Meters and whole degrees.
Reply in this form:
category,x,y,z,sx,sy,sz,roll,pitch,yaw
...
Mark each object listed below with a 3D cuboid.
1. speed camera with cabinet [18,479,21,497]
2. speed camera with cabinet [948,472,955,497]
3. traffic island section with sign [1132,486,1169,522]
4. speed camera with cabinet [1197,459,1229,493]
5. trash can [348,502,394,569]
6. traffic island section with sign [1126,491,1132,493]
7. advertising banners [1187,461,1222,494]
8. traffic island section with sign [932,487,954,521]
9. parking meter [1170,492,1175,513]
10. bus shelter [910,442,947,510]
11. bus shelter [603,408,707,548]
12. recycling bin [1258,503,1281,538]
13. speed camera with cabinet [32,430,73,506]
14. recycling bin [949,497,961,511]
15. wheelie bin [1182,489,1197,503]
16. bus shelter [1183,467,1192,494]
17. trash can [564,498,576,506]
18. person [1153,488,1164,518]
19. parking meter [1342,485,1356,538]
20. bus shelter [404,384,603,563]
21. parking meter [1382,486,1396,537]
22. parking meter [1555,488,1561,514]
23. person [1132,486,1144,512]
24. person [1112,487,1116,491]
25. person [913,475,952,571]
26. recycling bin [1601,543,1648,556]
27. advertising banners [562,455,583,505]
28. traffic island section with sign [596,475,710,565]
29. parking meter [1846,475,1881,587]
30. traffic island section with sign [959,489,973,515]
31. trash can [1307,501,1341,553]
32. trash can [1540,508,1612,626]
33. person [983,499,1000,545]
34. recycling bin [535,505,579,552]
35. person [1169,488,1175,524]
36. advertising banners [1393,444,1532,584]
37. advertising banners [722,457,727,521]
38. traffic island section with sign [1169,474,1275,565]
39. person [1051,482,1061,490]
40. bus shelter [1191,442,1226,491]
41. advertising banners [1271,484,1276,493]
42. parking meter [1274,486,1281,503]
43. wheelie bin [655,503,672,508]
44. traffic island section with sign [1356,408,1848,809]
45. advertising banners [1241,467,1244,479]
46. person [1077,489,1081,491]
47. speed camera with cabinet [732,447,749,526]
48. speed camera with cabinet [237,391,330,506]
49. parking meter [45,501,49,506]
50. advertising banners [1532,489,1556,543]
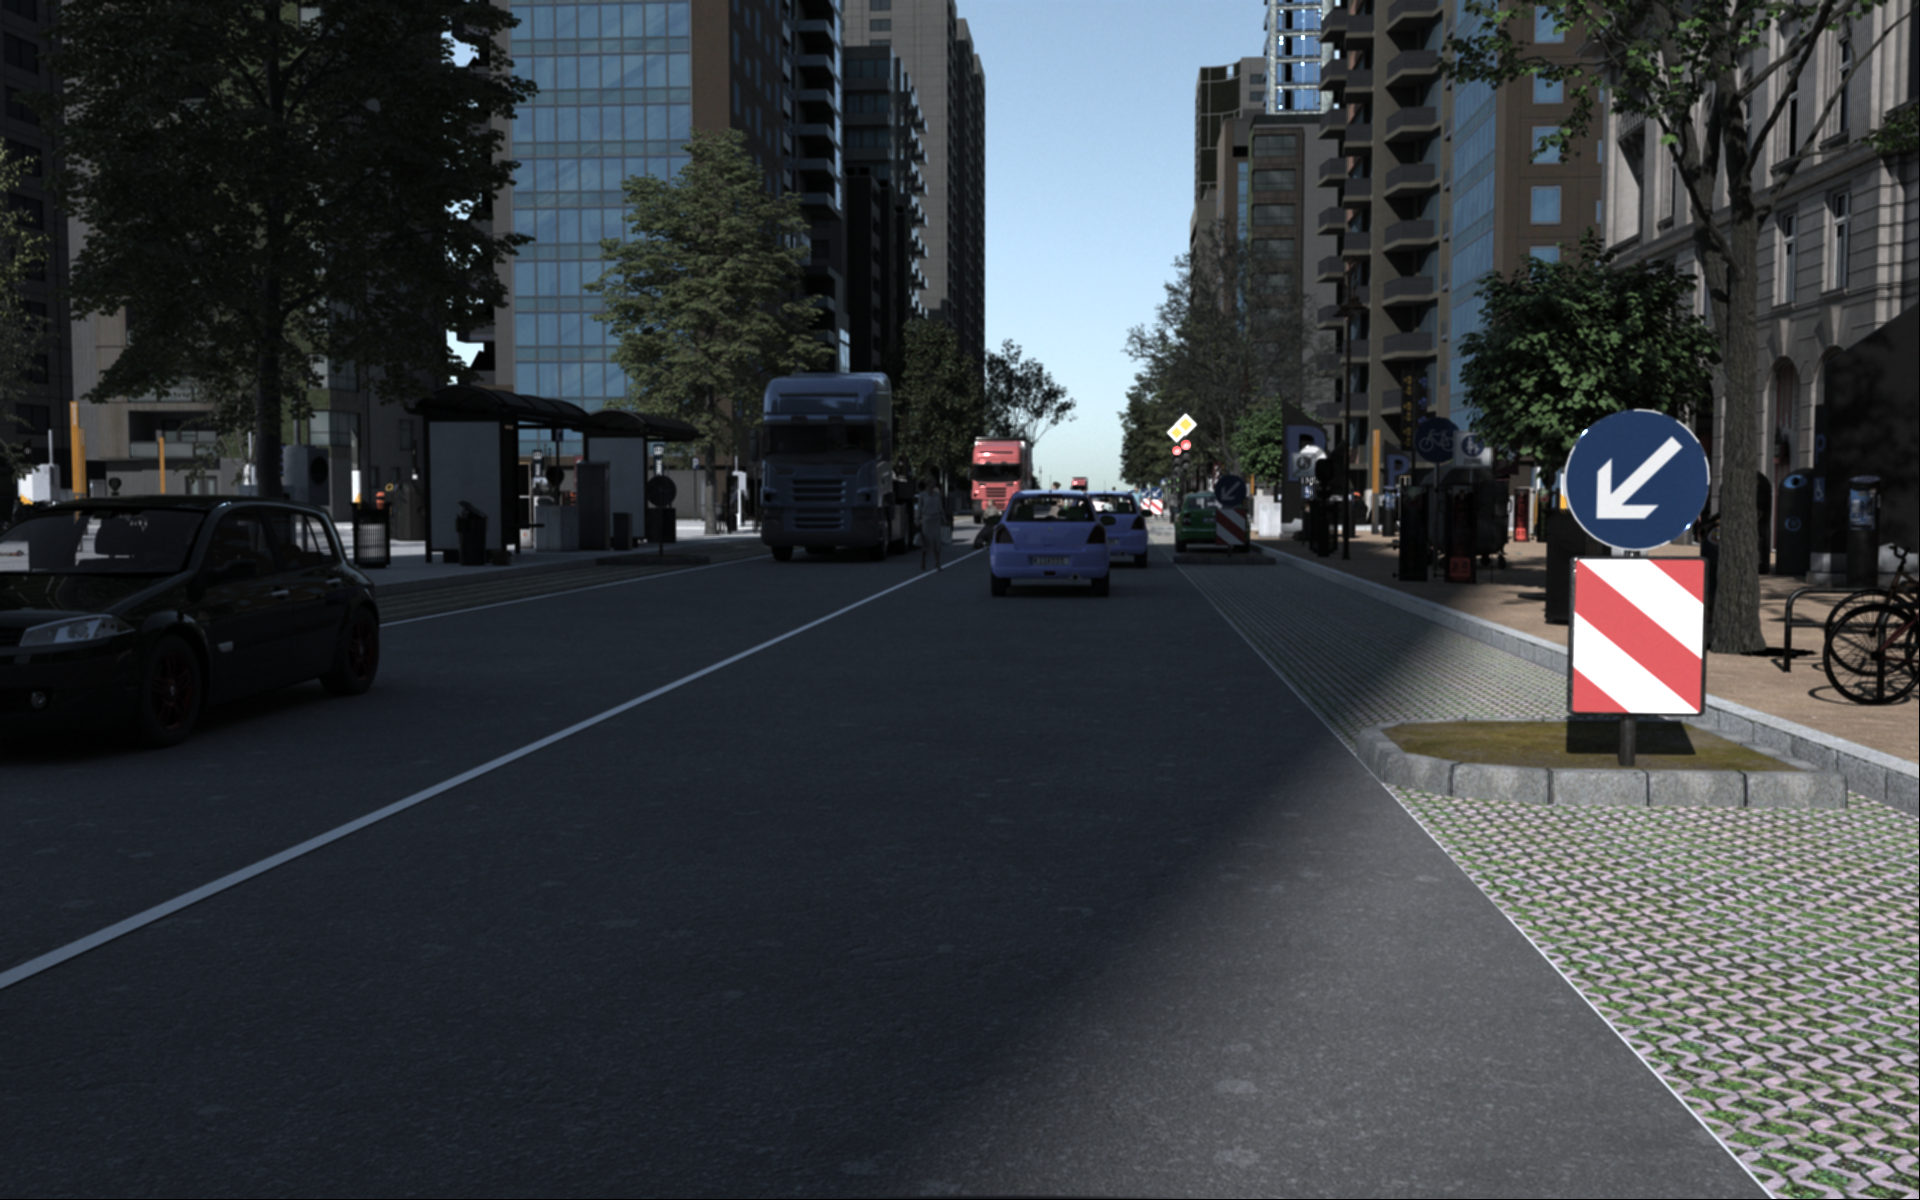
category,x,y,z,sx,sy,sz,roll,pitch,yaw
speed camera with cabinet,-43.258,-5.325,81.402,0.660,3.252,2.038,1,4,16
speed camera with cabinet,-1.381,-8.577,134.572,2.038,3.252,0.660,-2,4,-28
traffic island section with sign,10.085,-4.982,90.088,1.989,1.847,2.006,0,4,5
speed camera with cabinet,13.205,-5.787,88.950,2.038,3.252,0.660,-1,4,-19
trash can,-10.168,-1.118,29.928,0.748,1.137,0.748,0,3,0
traffic island section with sign,12.472,-6.687,117.952,1.989,1.847,2.006,0,4,5
advertising banners,13.043,-5.893,92.535,2.074,3.025,0.090,-1,4,-19
traffic island section with sign,-1.353,-5.103,92.054,1.989,1.847,2.006,0,4,5
parking meter,14.625,-6.777,119.222,0.372,1.533,0.369,0,3,0
bus shelter,-2.135,-8.827,121.952,2.179,5.291,8.768,0,4,5
bus shelter,-8.003,-3.043,43.685,2.014,3.302,5.546,0,4,5
recycling bin,9.192,-2.348,50.949,0.722,1.027,0.722,1,4,19
speed camera with cabinet,-28.182,-3.651,54.035,0.660,3.252,2.038,0,4,-3
recycling bin,-0.372,-7.073,128.204,0.722,1.027,0.722,3,4,38
wheelie bin,18.069,-7.949,137.879,0.693,1.594,0.980,-2,4,-28
bus shelter,16.351,-8.000,122.082,1.731,3.624,6.357,0,4,5
trash can,-15.566,-3.546,69.629,0.748,1.137,0.748,0,3,0
person,11.092,-5.380,96.639,0.728,1.800,0.709,-1,4,-18
parking meter,11.290,-2.560,50.261,0.372,1.533,0.369,0,3,0
bus shelter,-8.998,-2.489,34.614,2.014,3.302,5.546,0,4,5
parking meter,12.934,-2.680,52.228,0.372,1.533,0.369,0,3,0
parking meter,24.444,-3.800,70.535,0.372,1.533,0.369,0,3,0
person,8.659,-4.647,84.499,0.660,1.820,0.620,0,4,3
person,9.100,-5.795,103.028,0.659,1.850,0.755,2,4,33
person,-0.526,-1.451,32.582,0.694,1.780,0.624,-1,4,-9
recycling bin,13.626,-1.408,35.571,0.722,1.027,0.722,-2,4,-25
advertising banners,-17.970,-5.061,78.935,2.074,3.025,0.090,2,4,27
traffic island section with sign,-6.215,-1.643,35.496,1.989,1.847,2.006,0,4,5
parking meter,11.790,-0.868,22.606,0.372,1.533,0.369,0,3,0
traffic island section with sign,0.956,-6.747,118.948,1.989,1.847,2.006,0,4,5
trash can,7.890,-1.585,37.575,0.748,1.137,0.748,0,3,0
trash can,6.074,-0.327,17.008,0.748,1.137,0.748,0,3,0
person,0.896,-2.199,48.725,0.475,1.303,0.640,0,4,-7
recycling bin,-8.985,-1.594,38.622,0.722,1.027,0.722,1,4,19
person,10.303,-4.583,83.617,0.473,1.802,0.592,1,4,10
advertising banners,7.181,-1.755,24.878,2.074,3.025,0.090,3,5,44
advertising banners,-10.954,-5.175,80.801,0.090,3.025,2.074,0,4,-2
traffic island section with sign,5.414,-1.656,35.707,1.989,1.847,2.006,0,4,5
person,2.703,-2.528,50.172,0.374,1.781,0.599,-3,4,-36
bus shelter,16.232,-8.357,114.268,2.179,5.291,8.768,0,4,5
advertising banners,17.007,-6.066,95.371,0.090,3.025,2.074,3,5,43
parking meter,9.749,-2.713,52.763,0.372,1.533,0.369,0,3,0
wheelie bin,-14.022,-4.518,81.777,0.980,1.594,0.693,1,4,17
traffic island section with sign,3.108,-0.014,8.851,1.989,1.847,2.006,0,4,5
advertising banners,17.929,-7.042,111.321,0.090,3.025,2.074,2,4,28
person,9.293,-7.743,135.075,0.580,1.828,0.573,3,5,42
speed camera with cabinet,-8.894,-4.596,69.484,0.660,3.252,2.038,0,4,3
speed camera with cabinet,-12.525,-2.310,32.107,0.660,3.252,2.038,1,4,14
parking meter,-42.478,-4.589,80.749,0.399,1.863,0.255,3,4,36
advertising banners,15.042,-3.064,46.279,0.090,3.025,2.074,-2,4,-32
